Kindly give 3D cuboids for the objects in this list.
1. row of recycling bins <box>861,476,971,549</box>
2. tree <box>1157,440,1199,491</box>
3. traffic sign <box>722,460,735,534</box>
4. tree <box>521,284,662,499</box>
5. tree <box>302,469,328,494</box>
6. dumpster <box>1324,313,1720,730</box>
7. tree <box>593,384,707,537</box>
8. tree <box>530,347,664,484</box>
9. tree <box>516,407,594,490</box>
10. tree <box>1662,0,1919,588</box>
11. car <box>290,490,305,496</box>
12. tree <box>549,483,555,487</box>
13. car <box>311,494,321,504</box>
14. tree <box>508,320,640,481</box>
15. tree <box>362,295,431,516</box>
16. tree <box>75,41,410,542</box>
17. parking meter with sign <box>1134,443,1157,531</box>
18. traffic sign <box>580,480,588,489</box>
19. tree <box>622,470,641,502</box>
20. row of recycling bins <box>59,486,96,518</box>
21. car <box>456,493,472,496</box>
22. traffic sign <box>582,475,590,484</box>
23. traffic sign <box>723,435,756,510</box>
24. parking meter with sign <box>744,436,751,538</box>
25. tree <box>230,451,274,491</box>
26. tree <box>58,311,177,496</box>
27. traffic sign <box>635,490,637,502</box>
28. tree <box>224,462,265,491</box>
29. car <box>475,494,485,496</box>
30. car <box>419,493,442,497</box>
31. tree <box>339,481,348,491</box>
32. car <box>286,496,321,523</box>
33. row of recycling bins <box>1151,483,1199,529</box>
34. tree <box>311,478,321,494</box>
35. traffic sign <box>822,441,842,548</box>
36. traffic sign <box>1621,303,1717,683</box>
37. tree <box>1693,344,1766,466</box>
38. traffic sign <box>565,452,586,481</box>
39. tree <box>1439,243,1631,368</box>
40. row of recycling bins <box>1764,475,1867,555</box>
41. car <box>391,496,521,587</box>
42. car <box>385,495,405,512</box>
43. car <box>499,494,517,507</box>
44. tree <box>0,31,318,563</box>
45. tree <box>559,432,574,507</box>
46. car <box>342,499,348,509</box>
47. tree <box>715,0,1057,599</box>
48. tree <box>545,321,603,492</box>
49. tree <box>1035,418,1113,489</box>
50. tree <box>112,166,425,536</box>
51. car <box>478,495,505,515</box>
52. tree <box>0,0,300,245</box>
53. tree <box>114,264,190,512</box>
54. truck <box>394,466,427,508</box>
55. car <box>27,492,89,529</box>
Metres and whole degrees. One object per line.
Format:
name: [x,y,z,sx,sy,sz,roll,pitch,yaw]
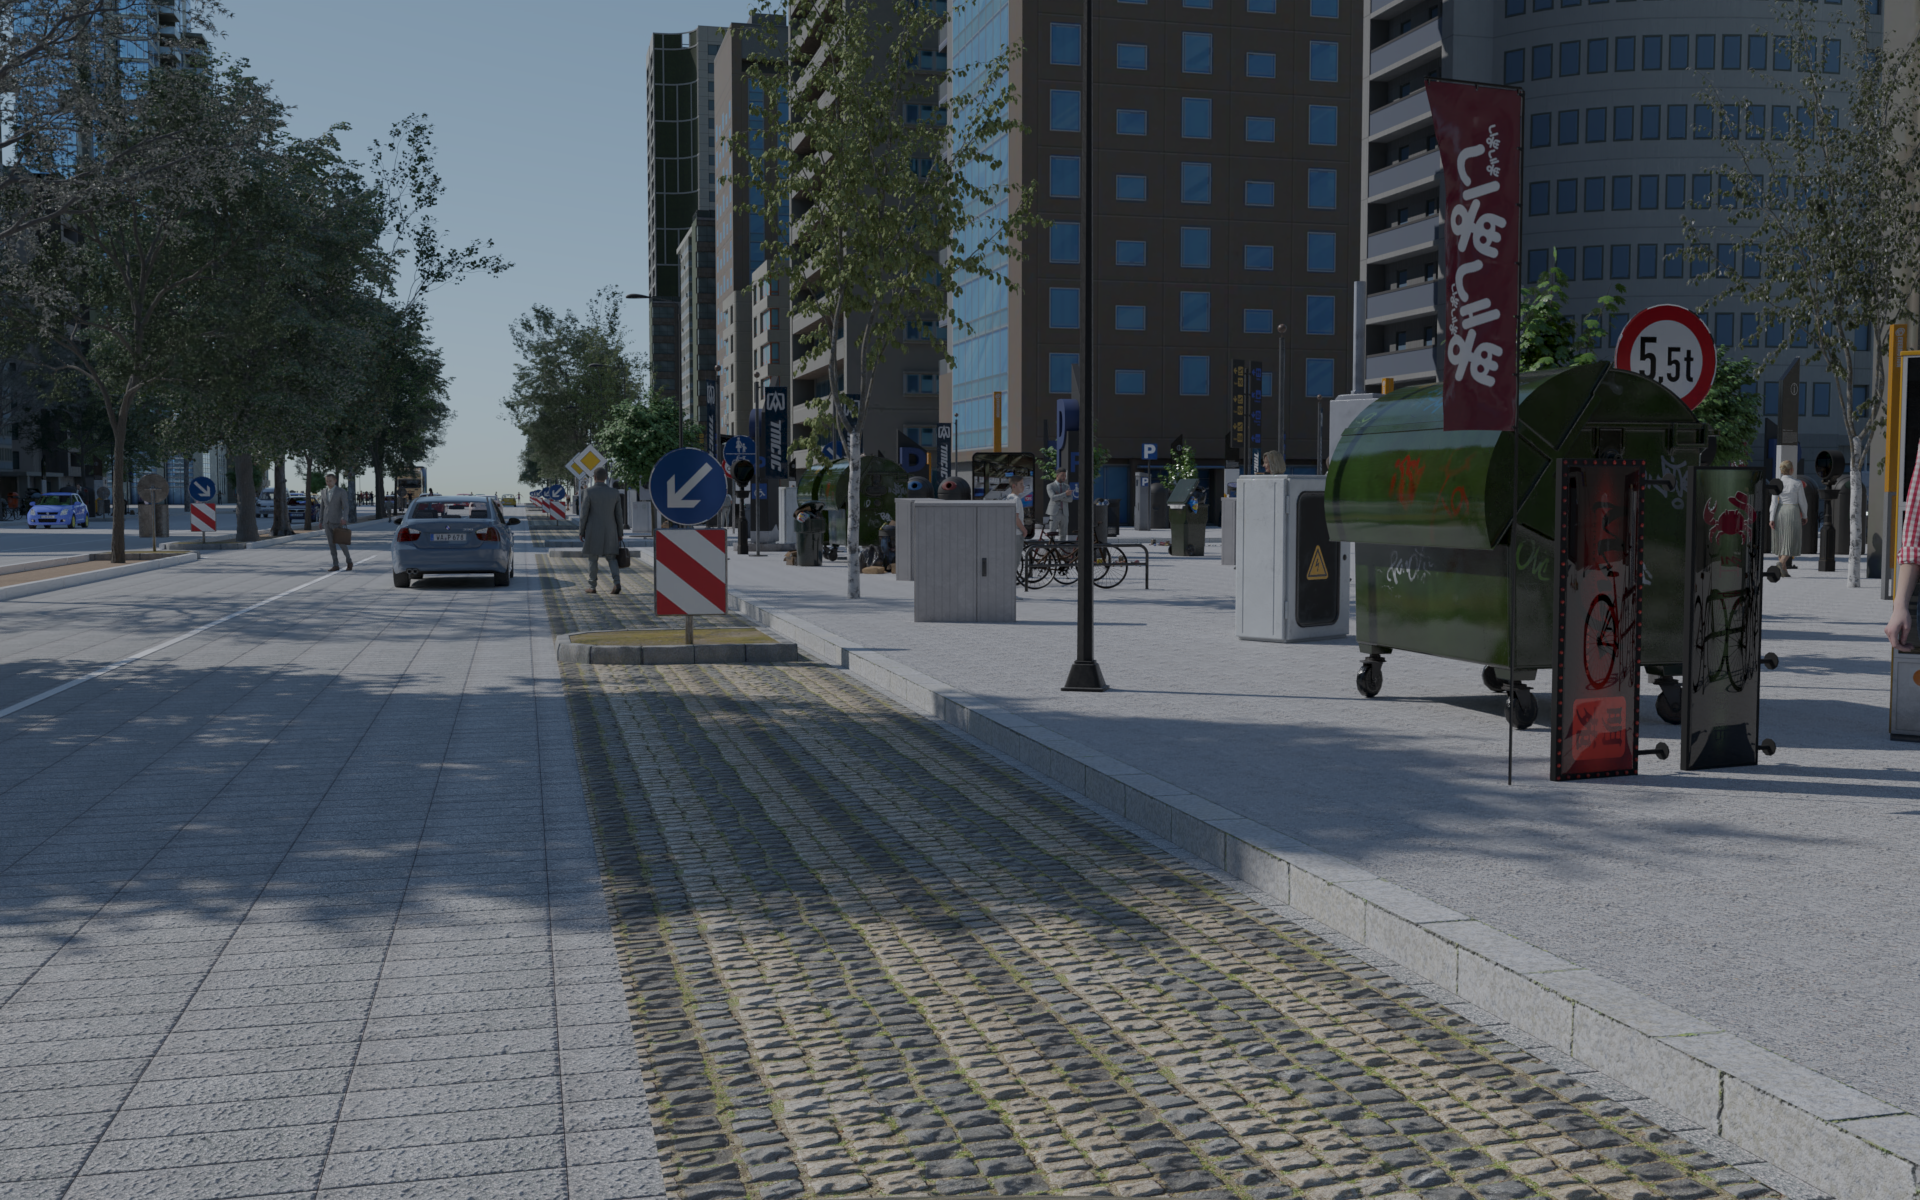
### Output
row of recycling bins: [-0.600,-2.043,40.519,3.534,1.692,1.069,1,4,10]
tree: [8.110,-4.113,61.846,1.663,3.219,1.824,0,3,0]
traffic sign: [-7.330,-3.422,56.048,0.768,2.556,0.104,-1,4,-13]
tree: [-32.947,-18.289,154.917,12.611,20.169,13.585,0,3,0]
tree: [-76.551,-13.584,205.805,4.285,4.588,4.351,0,3,0]
dumpster: [3.263,-0.473,10.234,1.502,2.255,1.985,-1,4,-14]
tree: [-9.233,-4.166,51.821,4.285,4.588,4.351,0,3,0]
tree: [-23.214,-10.750,110.170,8.767,10.594,7.601,-3,5,-39]
tree: [-48.502,-17.830,208.534,9.611,12.733,9.660,0,3,0]
tree: [12.056,-4.471,23.464,4.360,8.622,3.978,0,3,0]
car: [-43.580,-6.351,113.424,1.945,1.707,3.694,-1,4,-15]
tree: [-51.551,-13.844,220.944,1.663,3.219,1.824,0,3,0]
car: [-67.121,-10.355,179.534,2.015,1.641,3.980,-1,4,-13]
tree: [-27.645,-13.410,125.907,9.857,13.997,8.962,0,3,0]
tree: [-25.461,-7.966,67.115,8.767,10.594,7.601,-1,4,-14]
tree: [-20.334,-8.559,49.045,9.857,13.997,8.962,0,3,0]
parking meter with sign: [6.428,-3.932,60.543,0.543,3.016,1.738,0,4,-6]
traffic sign: [-26.170,-7.240,120.506,0.606,2.300,0.079,0,4,-8]
tree: [-12.334,-4.460,67.519,1.663,3.219,1.824,0,3,0]
row of recycling bins: [-47.651,-5.280,93.432,1.069,1.692,3.534,0,4,-7]
car: [-46.718,-9.426,163.157,2.155,1.783,4.494,-1,4,-13]
traffic sign: [-26.084,-7.399,120.702,0.795,2.593,0.064,0,4,-7]
traffic sign: [-4.741,-2.290,37.551,0.768,2.556,0.104,0,4,-7]
parking meter with sign: [-6.090,-3.356,51.136,0.543,3.016,1.738,0,4,1]
tree: [-67.764,-13.334,168.380,4.737,8.622,4.395,0,3,0]
tree: [-52.542,-11.633,108.329,7.486,12.596,7.792,0,3,0]
traffic sign: [-14.848,-4.845,79.328,0.768,2.556,0.104,-1,4,-12]
tree: [-62.740,-10.293,152.004,4.285,4.588,4.351,0,3,0]
car: [-62.230,-13.018,224.648,2.131,1.459,4.920,-1,4,-16]
car: [-33.711,-6.204,110.474,2.155,1.783,4.494,-1,4,-13]
tree: [-84.396,-14.814,236.816,1.663,3.219,1.824,0,3,0]
car: [-32.425,-4.443,85.218,1.945,1.354,3.894,-1,4,-15]
row of recycling bins: [8.070,-3.537,64.937,1.069,1.692,3.534,2,4,34]
tree: [-75.697,-12.724,202.644,1.663,3.219,1.824,0,3,0]
traffic sign: [-2.950,-2.531,41.493,0.768,2.556,0.104,0,4,-5]
traffic sign: [4.713,-0.708,11.683,0.768,2.556,0.104,-1,4,-12]
tree: [14.527,-3.122,34.761,4.285,4.588,4.351,0,3,0]
traffic sign: [-10.475,-2.790,47.802,0.795,2.593,0.064,-1,4,-14]
tree: [4.504,-1.152,13.436,1.663,3.219,1.824,0,3,0]
row of recycling bins: [17.578,-1.852,37.399,3.534,1.692,1.069,2,4,24]
car: [-8.143,-0.978,27.991,2.014,1.417,4.499,-1,4,-13]
car: [-46.827,-7.968,142.862,1.945,1.354,3.894,-1,4,-13]
car: [-50.013,-11.100,191.712,2.015,1.641,3.980,-1,4,-16]
tree: [-17.291,-6.004,35.041,8.767,10.594,7.601,-1,4,-14]
tree: [-39.445,-13.746,175.111,4.360,8.622,3.978,0,3,0]
car: [-52.130,-8.221,144.642,2.015,1.641,3.980,-1,4,-15]
tree: [-1.156,-4.334,21.223,4.737,8.622,4.395,0,3,0]
tree: [-14.913,-7.586,74.396,4.737,8.622,4.395,0,3,0]
tree: [2.445,-2.671,38.277,1.663,3.219,1.824,0,3,0]
tree: [-23.147,-8.514,58.671,9.611,12.733,9.660,0,3,0]
car: [-27.282,-5.346,99.765,2.083,1.381,4.827,-1,4,-14]
tree: [-14.459,-6.756,23.295,12.009,13.543,11.850,0,3,0]
tree: [-54.741,-16.498,125.628,12.611,20.169,13.585,0,3,0]
truck: [-55.365,-11.380,174.974,2.839,4.237,11.283,-1,4,-15]
car: [-37.629,-3.833,72.257,1.945,1.707,3.694,-1,4,-15]
